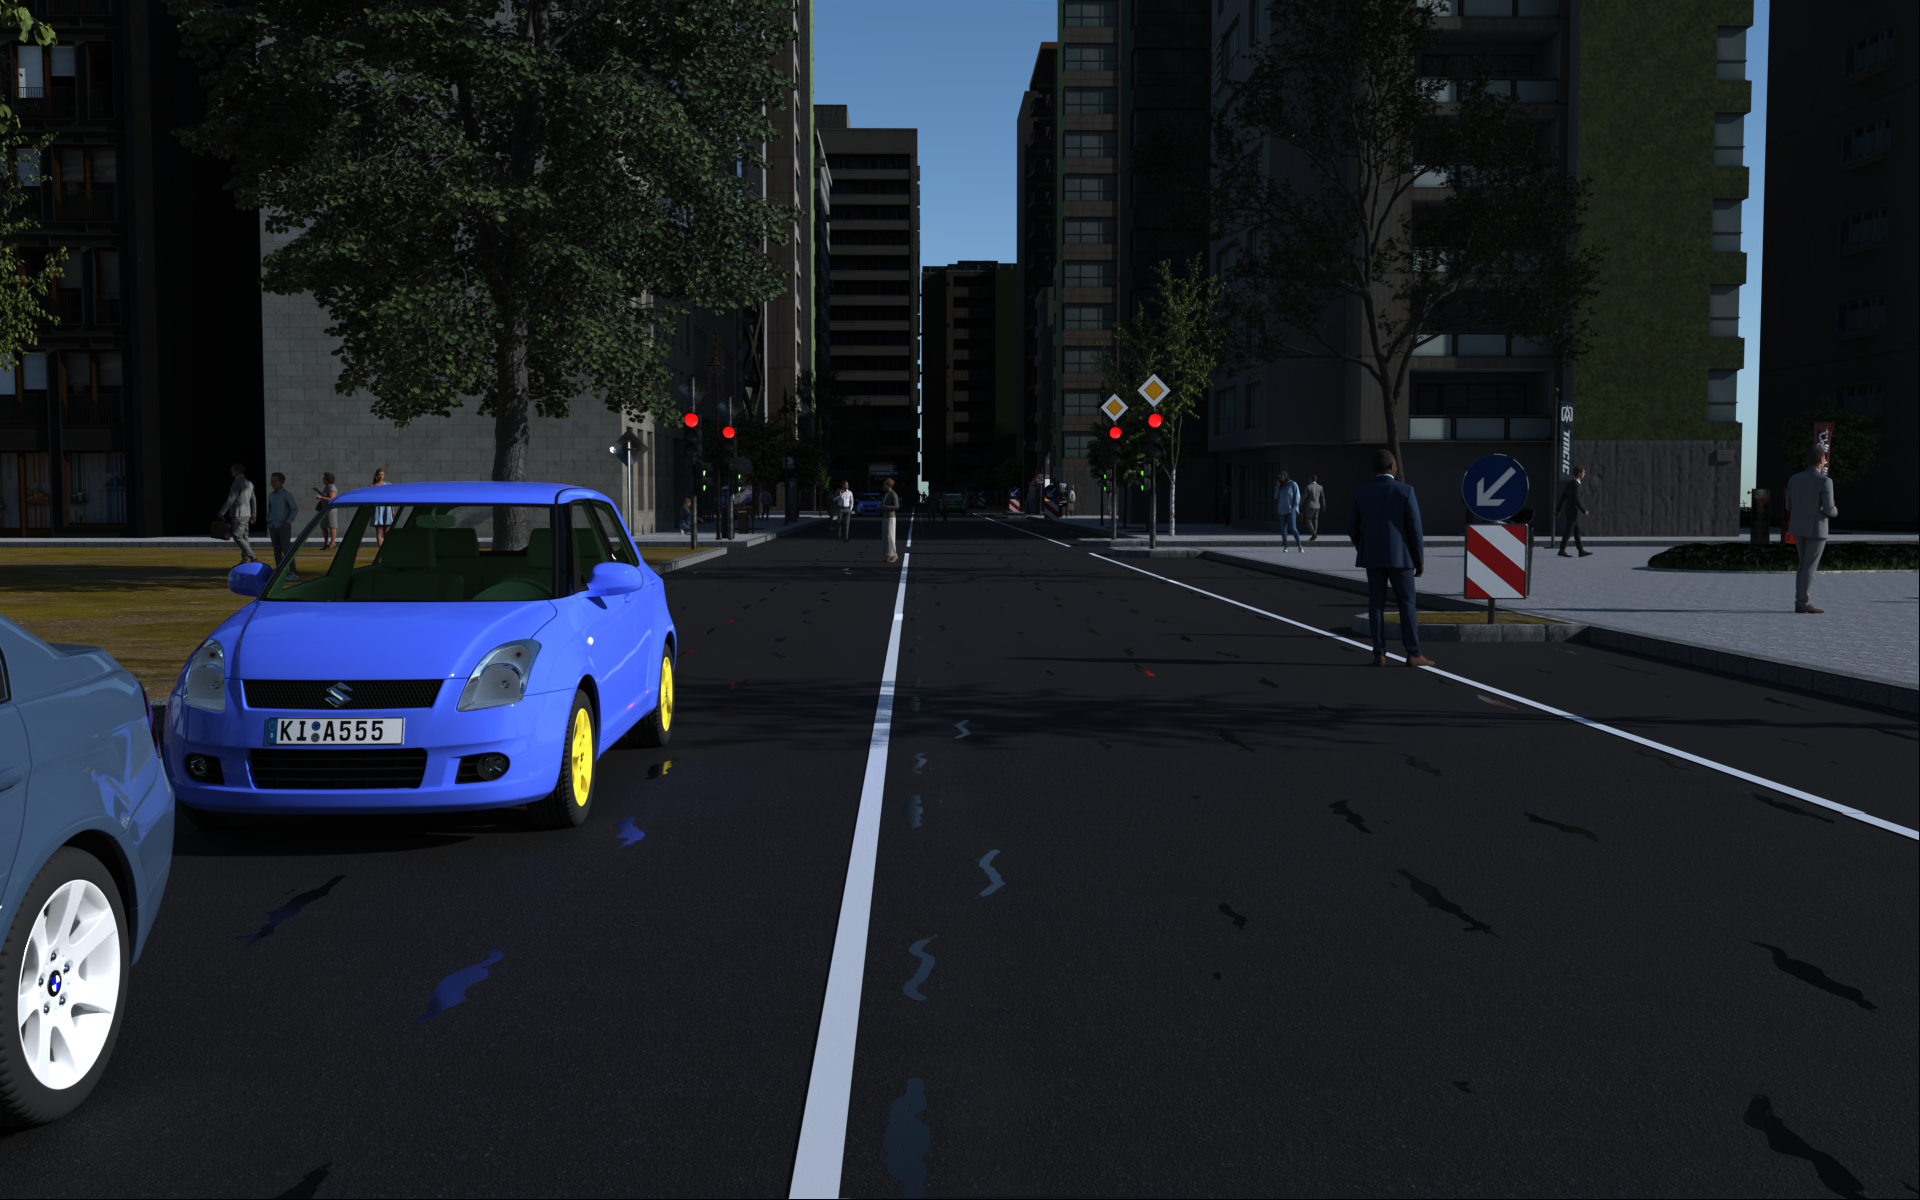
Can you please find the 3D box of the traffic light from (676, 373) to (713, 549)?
[{"bbox_3d":[-6.166,-3.133,40.152,0.839,4.253,0.868,0,4,-1],"label":"traffic light"}]

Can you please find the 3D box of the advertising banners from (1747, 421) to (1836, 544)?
[{"bbox_3d":[20.013,-2.784,41.703,2.074,3.025,0.090,0,4,-2],"label":"advertising banners"}]

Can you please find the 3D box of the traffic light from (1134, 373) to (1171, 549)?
[{"bbox_3d":[4.492,-3.151,40.438,0.839,4.253,0.868,0,4,-1],"label":"traffic light"}]

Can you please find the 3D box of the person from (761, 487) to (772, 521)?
[{"bbox_3d":[-9.085,-4.494,81.332,0.589,1.601,0.330,2,4,29],"label":"person"}]

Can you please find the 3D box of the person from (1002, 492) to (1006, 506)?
[{"bbox_3d":[4.612,-10.693,181.600,0.721,1.743,1.217,-1,4,-13],"label":"person"}]

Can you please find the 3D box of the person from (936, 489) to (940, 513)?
[{"bbox_3d":[-1.713,-7.591,132.593,0.705,1.826,1.348,0,4,-1],"label":"person"}]

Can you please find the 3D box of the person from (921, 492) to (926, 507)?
[{"bbox_3d":[-3.931,-10.842,186.699,0.756,1.711,0.436,3,5,39],"label":"person"}]

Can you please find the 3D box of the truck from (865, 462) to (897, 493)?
[{"bbox_3d":[-6.947,-10.160,155.028,2.839,4.237,11.283,0,4,-1],"label":"truck"}]

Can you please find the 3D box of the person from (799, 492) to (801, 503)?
[{"bbox_3d":[-10.020,-6.063,106.018,0.563,1.720,0.643,-1,4,-23],"label":"person"}]

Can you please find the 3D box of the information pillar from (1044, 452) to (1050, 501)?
[{"bbox_3d":[4.786,-6.359,95.330,0.183,3.616,0.504,3,4,36],"label":"information pillar"}]

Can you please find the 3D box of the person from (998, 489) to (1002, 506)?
[{"bbox_3d":[4.401,-11.351,191.648,0.705,1.821,1.348,1,4,12],"label":"person"}]

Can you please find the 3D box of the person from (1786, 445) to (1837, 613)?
[{"bbox_3d":[9.241,-0.761,18.679,0.583,1.804,0.606,-2,4,-25],"label":"person"}]

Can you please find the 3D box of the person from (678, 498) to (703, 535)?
[{"bbox_3d":[-8.518,-2.631,54.565,0.738,1.151,1.012,-1,4,-17],"label":"person"}]

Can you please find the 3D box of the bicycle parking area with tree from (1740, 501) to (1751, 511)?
[{"bbox_3d":[50.234,-6.867,99.277,8.231,4.147,9.016,-2,4,-28],"label":"bicycle parking area with tree"}]

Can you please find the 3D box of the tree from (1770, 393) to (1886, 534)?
[{"bbox_3d":[28.044,-4.425,56.062,4.285,4.588,4.351,0,3,0],"label":"tree"}]

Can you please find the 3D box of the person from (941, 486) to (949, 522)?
[{"bbox_3d":[-0.757,-4.856,87.903,0.388,1.821,0.555,0,4,1],"label":"person"}]

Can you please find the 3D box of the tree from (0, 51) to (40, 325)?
[{"bbox_3d":[-14.816,-4.516,24.196,4.360,8.622,3.978,0,3,0],"label":"tree"}]

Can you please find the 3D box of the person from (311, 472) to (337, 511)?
[{"bbox_3d":[-14.535,-2.029,39.574,0.532,1.782,0.716,-2,4,-35],"label":"person"}]

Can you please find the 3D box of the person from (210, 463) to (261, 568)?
[{"bbox_3d":[-12.498,-1.460,30.029,0.853,1.813,0.709,0,4,3],"label":"person"}]

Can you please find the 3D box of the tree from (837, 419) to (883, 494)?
[{"bbox_3d":[-10.243,-13.263,167.215,4.360,8.622,3.978,0,3,0],"label":"tree"}]

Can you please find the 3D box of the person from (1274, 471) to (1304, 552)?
[{"bbox_3d":[7.270,-1.952,38.231,0.793,1.790,0.793,0,4,7],"label":"person"}]

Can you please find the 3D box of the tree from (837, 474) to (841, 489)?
[{"bbox_3d":[-10.493,-9.040,142.412,1.663,3.219,1.824,0,3,0],"label":"tree"}]

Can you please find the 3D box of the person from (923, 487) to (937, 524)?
[{"bbox_3d":[-1.449,-4.507,82.543,0.716,1.782,0.532,2,4,32],"label":"person"}]

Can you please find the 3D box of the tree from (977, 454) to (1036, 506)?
[{"bbox_3d":[4.452,-9.391,137.252,4.285,4.588,4.351,0,3,0],"label":"tree"}]

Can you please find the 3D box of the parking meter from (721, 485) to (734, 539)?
[{"bbox_3d":[-6.710,-2.546,50.042,0.372,1.533,0.369,0,3,0],"label":"parking meter"}]

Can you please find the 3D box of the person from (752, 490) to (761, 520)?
[{"bbox_3d":[-10.030,-4.787,84.656,0.599,1.781,0.374,2,4,30],"label":"person"}]

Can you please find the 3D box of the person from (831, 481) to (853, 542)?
[{"bbox_3d":[-3.546,-2.664,52.160,0.679,1.850,0.850,-1,4,-16],"label":"person"}]

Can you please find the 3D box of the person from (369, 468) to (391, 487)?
[{"bbox_3d":[-11.959,-1.806,35.664,0.616,1.811,0.778,-1,4,-19],"label":"person"}]

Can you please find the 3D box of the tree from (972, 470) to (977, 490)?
[{"bbox_3d":[2.867,-12.423,186.825,4.285,4.588,4.351,0,3,0],"label":"tree"}]

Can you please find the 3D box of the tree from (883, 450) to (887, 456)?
[{"bbox_3d":[-10.286,-14.417,186.087,4.360,8.622,3.978,0,3,0],"label":"tree"}]

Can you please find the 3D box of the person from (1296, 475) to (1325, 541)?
[{"bbox_3d":[9.739,-2.555,47.943,0.709,1.813,0.853,-1,4,-22],"label":"person"}]

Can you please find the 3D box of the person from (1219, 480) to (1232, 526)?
[{"bbox_3d":[10.740,-3.905,69.801,0.656,1.842,0.836,1,4,19],"label":"person"}]

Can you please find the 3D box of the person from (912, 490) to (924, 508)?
[{"bbox_3d":[-4.384,-10.643,182.533,1.348,1.821,0.705,-1,4,-21],"label":"person"}]

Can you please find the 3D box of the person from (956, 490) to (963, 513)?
[{"bbox_3d":[-0.004,-7.445,130.901,0.621,1.740,0.551,1,4,19],"label":"person"}]

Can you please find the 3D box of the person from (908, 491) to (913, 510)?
[{"bbox_3d":[-4.535,-9.259,160.410,0.750,1.759,0.617,1,4,12],"label":"person"}]

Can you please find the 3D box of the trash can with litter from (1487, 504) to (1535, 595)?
[{"bbox_3d":[6.920,-0.652,22.041,0.624,1.170,1.055,0,4,4],"label":"trash can with litter"}]

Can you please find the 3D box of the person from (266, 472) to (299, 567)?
[{"bbox_3d":[-10.090,-1.091,25.696,0.589,1.601,0.330,2,4,33],"label":"person"}]

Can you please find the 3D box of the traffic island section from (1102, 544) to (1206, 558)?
[{"bbox_3d":[4.532,-1.118,40.553,2.009,0.180,2.903,0,4,-1],"label":"traffic island section"}]

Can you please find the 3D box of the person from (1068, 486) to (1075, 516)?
[{"bbox_3d":[6.486,-5.782,101.063,0.515,1.767,0.782,1,4,18],"label":"person"}]

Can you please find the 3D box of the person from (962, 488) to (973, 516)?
[{"bbox_3d":[0.494,-6.332,112.127,0.778,1.811,0.616,2,4,25],"label":"person"}]

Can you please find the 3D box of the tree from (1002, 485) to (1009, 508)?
[{"bbox_3d":[4.766,-10.408,164.769,1.663,3.219,1.824,0,3,0],"label":"tree"}]

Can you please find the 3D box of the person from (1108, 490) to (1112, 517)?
[{"bbox_3d":[8.450,-5.531,96.351,0.514,1.842,0.818,3,4,36],"label":"person"}]

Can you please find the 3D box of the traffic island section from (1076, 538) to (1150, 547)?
[{"bbox_3d":[4.329,-1.606,48.536,2.009,0.180,2.903,0,4,-1],"label":"traffic island section"}]

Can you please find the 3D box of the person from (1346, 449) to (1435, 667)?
[{"bbox_3d":[3.575,-0.349,14.393,0.721,1.800,0.419,1,4,21],"label":"person"}]

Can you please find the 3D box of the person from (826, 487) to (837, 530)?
[{"bbox_3d":[-5.150,-3.658,69.306,0.512,1.701,0.522,2,4,35],"label":"person"}]

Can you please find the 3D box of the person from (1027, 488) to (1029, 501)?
[{"bbox_3d":[4.809,-6.889,119.434,0.466,1.731,0.760,3,5,44],"label":"person"}]

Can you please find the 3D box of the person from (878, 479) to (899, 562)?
[{"bbox_3d":[-1.532,-1.680,36.516,0.362,1.759,0.519,-2,4,-28],"label":"person"}]

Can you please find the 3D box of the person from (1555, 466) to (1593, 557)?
[{"bbox_3d":[12.499,-1.791,35.108,0.755,1.850,0.659,0,4,5],"label":"person"}]

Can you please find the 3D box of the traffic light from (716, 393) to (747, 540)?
[{"bbox_3d":[-6.369,-3.622,48.135,0.839,4.253,0.868,0,4,-1],"label":"traffic light"}]

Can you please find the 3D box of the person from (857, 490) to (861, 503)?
[{"bbox_3d":[-10.931,-11.096,188.399,0.436,1.711,0.756,3,5,41],"label":"person"}]

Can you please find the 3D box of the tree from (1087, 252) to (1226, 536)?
[{"bbox_3d":[6.315,-6.263,52.765,4.737,8.622,4.395,0,3,0],"label":"tree"}]

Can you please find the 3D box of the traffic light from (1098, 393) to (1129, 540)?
[{"bbox_3d":[4.288,-3.639,48.421,0.839,4.253,0.868,0,4,-1],"label":"traffic light"}]
